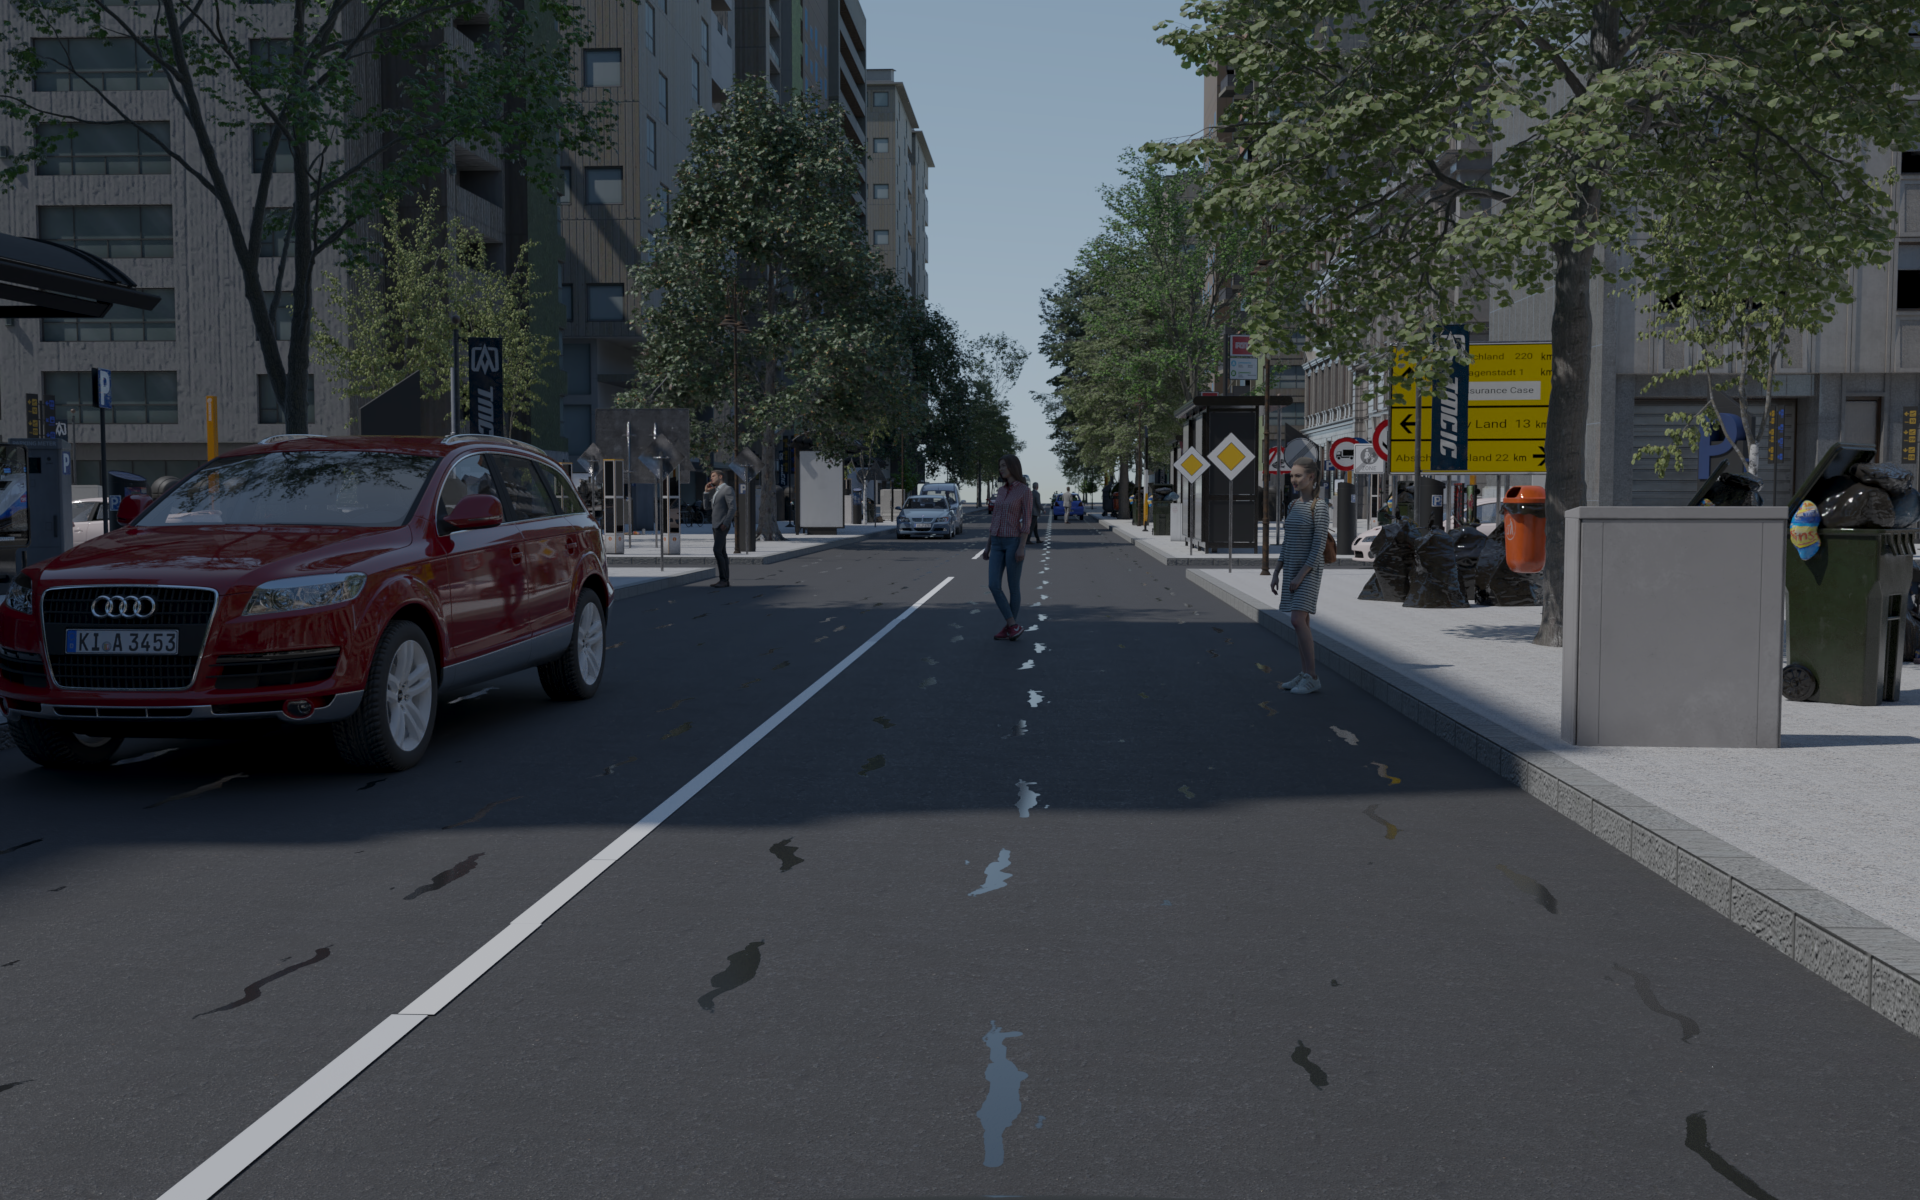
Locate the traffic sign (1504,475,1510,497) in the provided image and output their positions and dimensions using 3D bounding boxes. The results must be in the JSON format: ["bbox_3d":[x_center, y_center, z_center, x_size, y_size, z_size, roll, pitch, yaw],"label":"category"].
[{"bbox_3d":[8.334,-1.607,26.388,0.768,2.556,0.104,0,4,6],"label":"traffic sign"}]

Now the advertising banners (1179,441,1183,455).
[{"bbox_3d":[8.115,-3.753,57.552,2.074,3.025,0.090,-2,4,-28],"label":"advertising banners"}]

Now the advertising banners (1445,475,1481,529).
[{"bbox_3d":[7.101,-1.738,24.609,0.090,3.025,2.074,0,4,3],"label":"advertising banners"}]

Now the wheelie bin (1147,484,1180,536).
[{"bbox_3d":[6.293,-2.792,53.558,0.980,1.594,0.693,0,4,6],"label":"wheelie bin"}]

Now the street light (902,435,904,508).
[{"bbox_3d":[-2.628,-6.520,79.386,0.468,5.910,1.993,0,4,3],"label":"street light"}]

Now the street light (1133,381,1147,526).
[{"bbox_3d":[7.110,-5.857,68.546,0.468,5.910,1.993,0,4,3],"label":"street light"}]

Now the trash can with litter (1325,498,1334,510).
[{"bbox_3d":[11.525,-2.697,55.487,0.624,1.170,1.055,2,4,30],"label":"trash can with litter"}]

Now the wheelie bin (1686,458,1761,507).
[{"bbox_3d":[6.880,-0.473,15.643,0.693,1.594,0.980,1,4,22],"label":"wheelie bin"}]

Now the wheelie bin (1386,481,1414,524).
[{"bbox_3d":[10.490,-2.008,40.732,0.980,1.594,0.693,-3,5,-41],"label":"wheelie bin"}]

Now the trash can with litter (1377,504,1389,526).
[{"bbox_3d":[10.166,-1.876,42.066,1.055,1.170,0.624,1,4,16],"label":"trash can with litter"}]

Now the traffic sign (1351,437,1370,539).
[{"bbox_3d":[8.904,-2.376,38.960,0.768,2.556,0.104,1,4,12],"label":"traffic sign"}]

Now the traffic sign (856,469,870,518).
[{"bbox_3d":[-4.815,-5.301,86.777,0.768,2.556,0.104,0,4,6],"label":"traffic sign"}]

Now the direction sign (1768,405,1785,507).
[{"bbox_3d":[20.896,-3.205,44.391,0.379,3.537,0.876,0,4,2],"label":"direction sign"}]

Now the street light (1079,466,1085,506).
[{"bbox_3d":[13.402,-13.082,186.675,0.468,5.910,1.993,0,4,3],"label":"street light"}]

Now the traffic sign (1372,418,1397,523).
[{"bbox_3d":[7.199,-1.748,28.679,0.768,2.556,0.104,1,4,11],"label":"traffic sign"}]

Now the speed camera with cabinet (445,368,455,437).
[{"bbox_3d":[-7.404,-1.979,26.688,0.660,3.252,2.038,-2,4,-30],"label":"speed camera with cabinet"}]

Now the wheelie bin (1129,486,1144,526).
[{"bbox_3d":[7.394,-3.817,70.318,0.980,1.594,0.693,-1,4,-11],"label":"wheelie bin"}]

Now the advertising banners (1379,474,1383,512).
[{"bbox_3d":[11.793,-3.202,48.545,0.090,3.025,2.074,1,4,12],"label":"advertising banners"}]

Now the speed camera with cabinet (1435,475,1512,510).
[{"bbox_3d":[11.781,-2.730,38.976,2.038,3.252,0.660,2,4,28],"label":"speed camera with cabinet"}]

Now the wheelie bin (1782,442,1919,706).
[{"bbox_3d":[5.531,-0.174,10.749,0.980,1.594,0.693,-3,5,-43],"label":"wheelie bin"}]

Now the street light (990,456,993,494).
[{"bbox_3d":[3.651,-13.670,196.293,0.468,5.910,1.993,0,4,3],"label":"street light"}]

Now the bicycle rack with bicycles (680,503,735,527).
[{"bbox_3d":[-9.614,-3.282,67.050,2.852,0.926,2.925,1,4,9],"label":"bicycle rack with bicycles"}]

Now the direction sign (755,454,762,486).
[{"bbox_3d":[-11.298,-6.501,98.282,0.876,3.537,0.379,0,4,-6],"label":"direction sign"}]

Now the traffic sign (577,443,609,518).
[{"bbox_3d":[-8.250,-2.312,38.981,0.795,2.450,0.064,1,4,12],"label":"traffic sign"}]

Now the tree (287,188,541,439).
[{"bbox_3d":[-13.413,-5.561,41.288,4.737,8.622,4.395,0,3,0],"label":"tree"}]

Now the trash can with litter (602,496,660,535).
[{"bbox_3d":[-10.599,-2.665,54.622,1.678,1.210,2.233,-3,5,-44],"label":"trash can with litter"}]

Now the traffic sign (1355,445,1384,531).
[{"bbox_3d":[8.337,-2.031,35.329,0.606,2.300,0.079,1,4,13],"label":"traffic sign"}]

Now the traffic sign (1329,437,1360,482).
[{"bbox_3d":[8.601,-2.357,38.636,0.768,2.556,0.104,0,4,6],"label":"traffic sign"}]

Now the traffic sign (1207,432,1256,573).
[{"bbox_3d":[4.395,-1.498,28.133,0.795,2.450,0.064,0,4,3],"label":"traffic sign"}]

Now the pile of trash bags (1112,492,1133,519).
[{"bbox_3d":[9.428,-4.892,89.736,3.447,1.369,1.912,-2,4,-25],"label":"pile of trash bags"}]

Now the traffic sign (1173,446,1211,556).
[{"bbox_3d":[4.824,-1.986,36.107,0.795,2.450,0.064,0,4,3],"label":"traffic sign"}]

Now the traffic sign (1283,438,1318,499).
[{"bbox_3d":[7.742,-2.405,39.428,0.768,2.556,0.104,1,4,12],"label":"traffic sign"}]

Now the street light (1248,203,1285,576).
[{"bbox_3d":[4.824,-3.327,27.176,0.468,5.910,1.993,0,4,3],"label":"street light"}]

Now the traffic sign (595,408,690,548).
[{"bbox_3d":[-7.547,-2.893,41.170,2.265,3.308,0.079,0,4,4],"label":"traffic sign"}]

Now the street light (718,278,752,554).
[{"bbox_3d":[-4.797,-3.935,37.121,0.468,5.910,1.993,0,4,3],"label":"street light"}]

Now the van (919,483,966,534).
[{"bbox_3d":[-0.763,-3.409,62.742,2.013,2.044,4.112,0,4,2],"label":"van"}]

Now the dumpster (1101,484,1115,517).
[{"bbox_3d":[8.728,-5.712,99.152,1.264,1.857,1.865,0,4,3],"label":"dumpster"}]

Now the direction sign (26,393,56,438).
[{"bbox_3d":[-20.841,-2.897,39.358,0.379,3.537,0.876,1,4,12],"label":"direction sign"}]

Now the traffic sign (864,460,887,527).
[{"bbox_3d":[-3.252,-4.064,66.454,0.884,2.594,0.081,0,4,8],"label":"traffic sign"}]

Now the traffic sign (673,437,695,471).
[{"bbox_3d":[-6.468,-2.420,39.566,0.884,2.594,0.081,1,4,13],"label":"traffic sign"}]

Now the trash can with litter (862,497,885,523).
[{"bbox_3d":[-3.899,-4.035,77.352,1.055,1.170,0.624,-3,5,-40],"label":"trash can with litter"}]

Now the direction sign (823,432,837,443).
[{"bbox_3d":[-4.478,-4.170,60.182,0.876,3.537,0.379,-2,4,-35],"label":"direction sign"}]

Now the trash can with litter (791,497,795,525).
[{"bbox_3d":[-6.496,-3.682,71.592,1.055,1.170,0.624,-3,5,-42],"label":"trash can with litter"}]

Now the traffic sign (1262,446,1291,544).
[{"bbox_3d":[8.220,-2.729,44.615,0.884,2.594,0.081,0,4,8],"label":"traffic sign"}]

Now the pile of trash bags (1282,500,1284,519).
[{"bbox_3d":[16.100,-5.008,91.632,3.447,1.369,1.912,2,4,28],"label":"pile of trash bags"}]

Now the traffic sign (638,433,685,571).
[{"bbox_3d":[-4.935,-1.530,28.653,0.795,2.450,0.064,0,4,3],"label":"traffic sign"}]

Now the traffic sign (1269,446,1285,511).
[{"bbox_3d":[8.459,-2.811,46.061,0.768,2.556,0.104,1,4,10],"label":"traffic sign"}]

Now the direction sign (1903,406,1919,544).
[{"bbox_3d":[24.688,-3.214,44.550,0.876,3.537,0.379,3,5,44],"label":"direction sign"}]

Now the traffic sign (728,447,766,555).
[{"bbox_3d":[-4.506,-2.017,36.627,0.795,2.450,0.064,0,4,3],"label":"traffic sign"}]

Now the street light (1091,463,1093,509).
[{"bbox_3d":[11.061,-10.512,144.657,0.468,5.910,1.993,0,4,3],"label":"street light"}]

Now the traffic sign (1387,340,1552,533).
[{"bbox_3d":[6.886,-1.793,23.189,2.265,3.308,0.079,1,4,11],"label":"traffic sign"}]

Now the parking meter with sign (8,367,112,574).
[{"bbox_3d":[-12.731,-1.696,23.984,1.738,3.016,0.543,-1,4,-9],"label":"parking meter with sign"}]

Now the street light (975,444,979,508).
[{"bbox_3d":[1.532,-11.175,155.491,0.468,5.910,1.993,0,4,3],"label":"street light"}]

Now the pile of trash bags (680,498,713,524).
[{"bbox_3d":[-11.472,-3.968,74.630,1.912,1.369,3.447,2,4,27],"label":"pile of trash bags"}]

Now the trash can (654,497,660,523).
[{"bbox_3d":[-13.254,-3.957,76.343,0.748,1.137,0.748,0,3,0],"label":"trash can"}]

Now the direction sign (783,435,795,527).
[{"bbox_3d":[-6.591,-4.591,67.057,0.379,3.537,0.876,-3,5,-41],"label":"direction sign"}]

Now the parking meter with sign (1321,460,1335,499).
[{"bbox_3d":[18.834,-5.709,89.608,0.543,3.016,1.738,0,4,-6],"label":"parking meter with sign"}]

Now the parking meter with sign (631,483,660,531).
[{"bbox_3d":[-11.040,-3.920,60.346,1.738,3.016,0.543,-3,4,-37],"label":"parking meter with sign"}]

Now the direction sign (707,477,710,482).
[{"bbox_3d":[-16.185,-7.169,109.207,0.876,3.537,0.379,1,4,18],"label":"direction sign"}]
